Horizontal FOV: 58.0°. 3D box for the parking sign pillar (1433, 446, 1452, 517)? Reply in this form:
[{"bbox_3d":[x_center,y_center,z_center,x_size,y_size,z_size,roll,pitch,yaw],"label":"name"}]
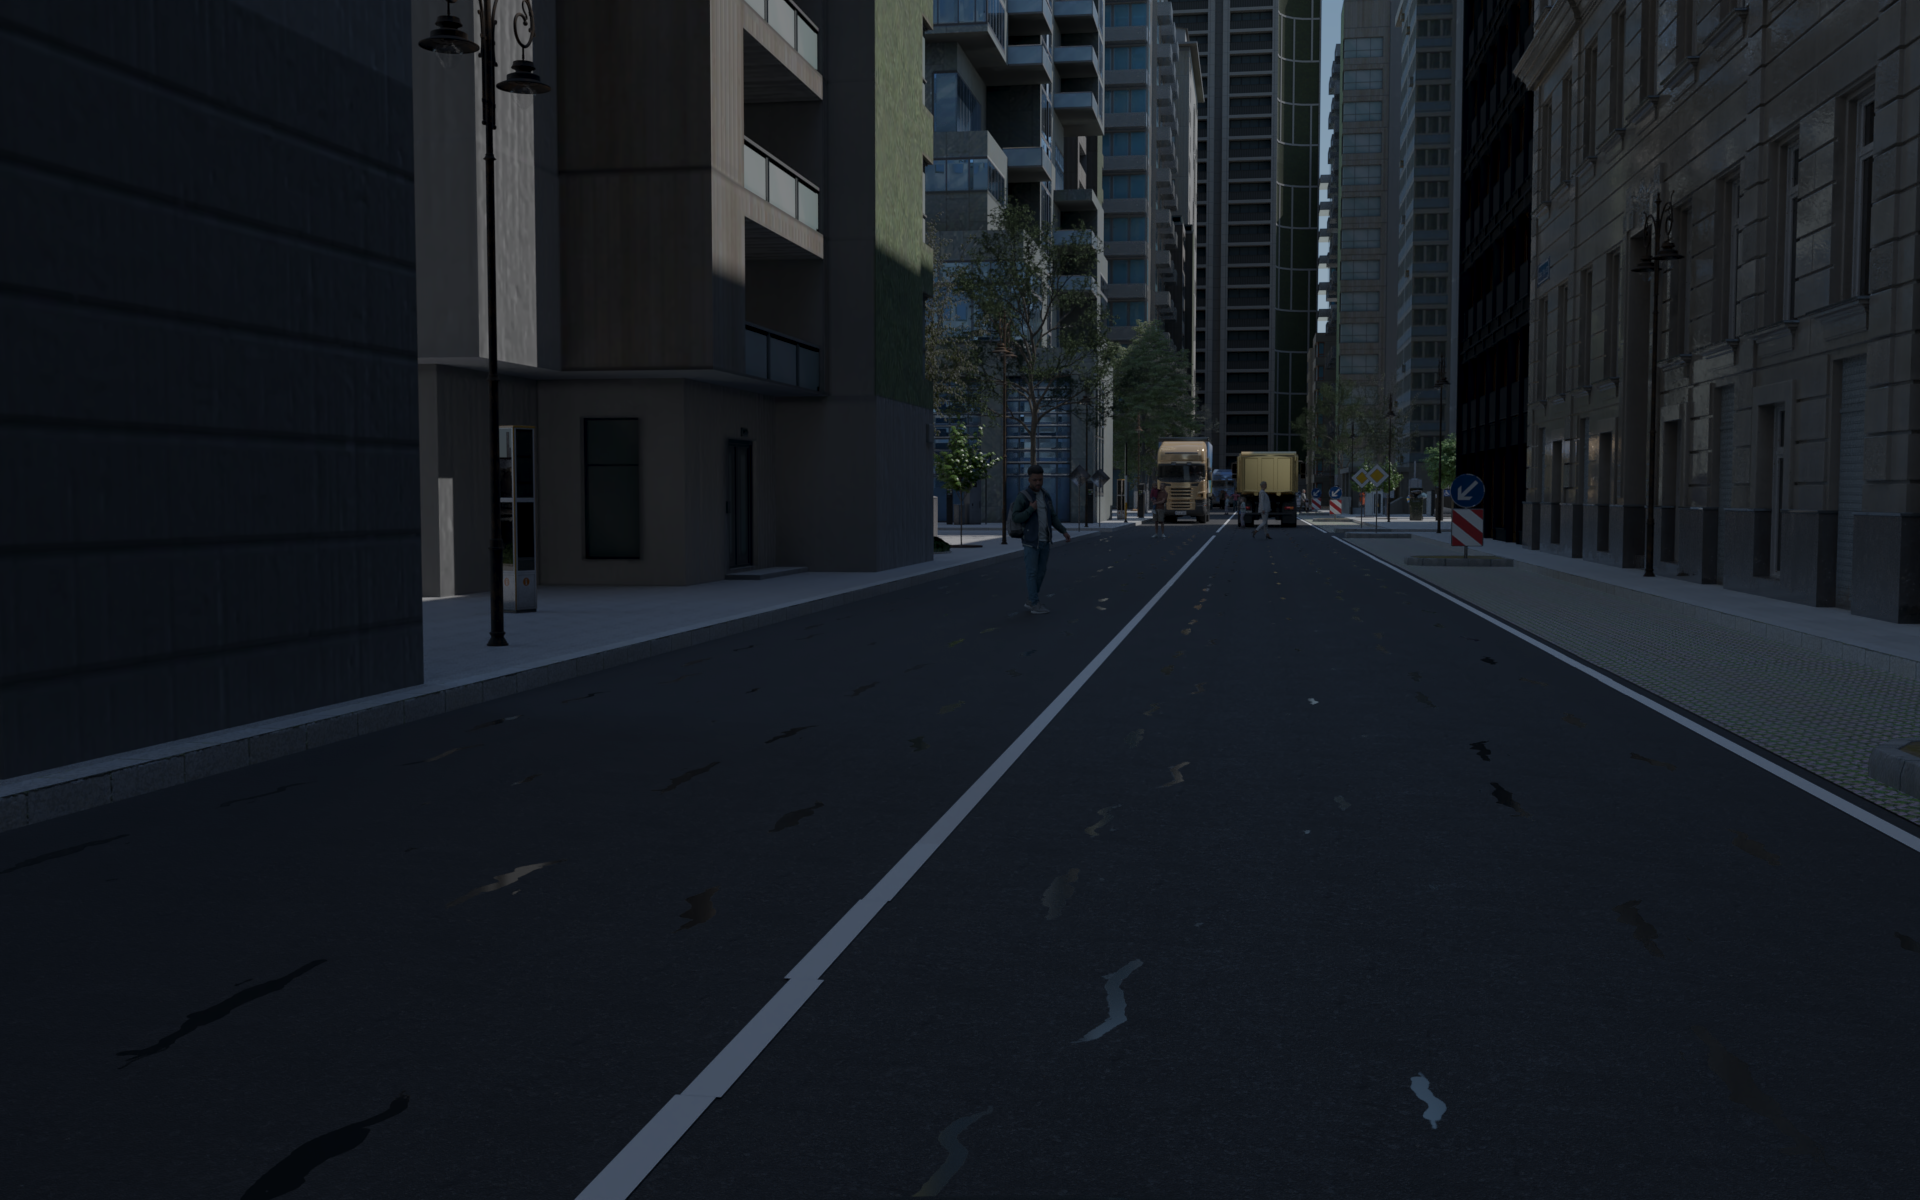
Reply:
[{"bbox_3d":[27.003,-6.575,95.968,1.447,3.967,1.447,1,4,21],"label":"parking sign pillar"}]

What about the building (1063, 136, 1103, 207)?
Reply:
[{"bbox_3d":[2.484,-21.454,122.469,14.160,30.474,14.107,1,4,10],"label":"building"}]

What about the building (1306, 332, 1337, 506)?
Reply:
[{"bbox_3d":[54.059,-21.552,197.421,27.650,21.520,28.899,1,4,10],"label":"building"}]

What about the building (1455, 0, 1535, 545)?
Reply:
[{"bbox_3d":[20.999,-13.318,47.422,12.332,23.373,15.834,1,4,10],"label":"building"}]

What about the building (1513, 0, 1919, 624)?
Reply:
[{"bbox_3d":[16.840,-14.067,27.262,12.463,27.353,25.104,1,4,10],"label":"building"}]

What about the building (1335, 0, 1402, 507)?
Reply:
[{"bbox_3d":[38.815,-28.251,145.498,14.154,41.232,14.086,1,4,10],"label":"building"}]

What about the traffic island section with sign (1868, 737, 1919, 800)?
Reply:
[{"bbox_3d":[5.487,0.033,8.091,1.989,1.847,2.006,1,4,10],"label":"traffic island section with sign"}]

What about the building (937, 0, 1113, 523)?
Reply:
[{"bbox_3d":[-2.567,-47.585,90.681,22.319,86.520,31.000,1,4,10],"label":"building"}]

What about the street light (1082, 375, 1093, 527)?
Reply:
[{"bbox_3d":[4.901,-5.761,66.974,0.468,5.910,1.993,1,4,10],"label":"street light"}]

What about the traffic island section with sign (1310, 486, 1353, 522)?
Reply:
[{"bbox_3d":[19.234,-4.940,89.389,1.989,1.847,2.006,1,4,10],"label":"traffic island section with sign"}]

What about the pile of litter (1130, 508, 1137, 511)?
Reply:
[{"bbox_3d":[13.429,-7.058,129.357,1.176,0.858,1.719,-1,4,-21],"label":"pile of litter"}]

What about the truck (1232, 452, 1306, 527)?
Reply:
[{"bbox_3d":[13.877,-5.020,77.996,3.469,3.379,9.791,1,4,10],"label":"truck"}]

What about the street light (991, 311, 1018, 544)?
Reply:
[{"bbox_3d":[1.128,-4.353,43.963,0.468,5.910,1.993,1,4,10],"label":"street light"}]

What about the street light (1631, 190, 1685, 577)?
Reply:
[{"bbox_3d":[10.709,-3.299,26.729,0.468,5.910,1.993,1,4,10],"label":"street light"}]

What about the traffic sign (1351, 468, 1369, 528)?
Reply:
[{"bbox_3d":[15.089,-3.757,65.063,0.795,2.450,0.064,1,4,10],"label":"traffic sign"}]

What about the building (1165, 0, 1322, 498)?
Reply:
[{"bbox_3d":[37.386,-48.490,231.056,20.611,71.187,20.563,1,4,10],"label":"building"}]

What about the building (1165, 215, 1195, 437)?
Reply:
[{"bbox_3d":[16.848,-24.923,179.195,14.160,30.474,14.107,1,4,10],"label":"building"}]

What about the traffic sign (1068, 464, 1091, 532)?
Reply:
[{"bbox_3d":[4.054,-3.376,58.844,0.795,2.450,0.064,1,4,10],"label":"traffic sign"}]

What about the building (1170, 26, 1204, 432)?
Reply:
[{"bbox_3d":[14.282,-37.593,203.892,27.495,52.752,28.713,1,4,10],"label":"building"}]

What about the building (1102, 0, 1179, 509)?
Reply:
[{"bbox_3d":[8.254,-32.900,157.521,23.786,49.044,30.456,1,4,10],"label":"building"}]

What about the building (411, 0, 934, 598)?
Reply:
[{"bbox_3d":[-8.569,-20.980,26.621,14.154,41.232,14.086,1,4,10],"label":"building"}]

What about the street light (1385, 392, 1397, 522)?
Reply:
[{"bbox_3d":[19.577,-6.490,78.902,0.468,5.910,1.993,1,4,10],"label":"street light"}]

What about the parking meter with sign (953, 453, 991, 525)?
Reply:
[{"bbox_3d":[0.493,-4.661,72.461,1.738,3.016,0.543,-3,5,-43],"label":"parking meter with sign"}]

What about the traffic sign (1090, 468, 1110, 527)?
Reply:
[{"bbox_3d":[5.385,-3.858,66.718,0.795,2.450,0.064,1,4,10],"label":"traffic sign"}]

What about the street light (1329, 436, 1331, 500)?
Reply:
[{"bbox_3d":[29.584,-10.132,138.439,0.468,5.910,1.993,1,4,10],"label":"street light"}]

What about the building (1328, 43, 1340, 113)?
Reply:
[{"bbox_3d":[47.129,-33.523,167.707,23.786,49.044,30.456,1,4,10],"label":"building"}]

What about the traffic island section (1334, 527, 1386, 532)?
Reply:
[{"bbox_3d":[15.114,-2.621,65.136,2.009,0.180,2.903,1,4,10],"label":"traffic island section"}]

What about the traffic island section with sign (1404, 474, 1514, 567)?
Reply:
[{"bbox_3d":[10.028,-1.610,34.952,1.989,1.847,2.006,1,4,10],"label":"traffic island section with sign"}]

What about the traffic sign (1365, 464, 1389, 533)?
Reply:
[{"bbox_3d":[13.758,-3.275,57.189,0.795,2.450,0.064,1,4,10],"label":"traffic sign"}]

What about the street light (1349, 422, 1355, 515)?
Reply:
[{"bbox_3d":[24.570,-8.298,108.456,0.468,5.910,1.993,1,4,10],"label":"street light"}]

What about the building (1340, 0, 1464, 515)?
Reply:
[{"bbox_3d":[41.721,-25.742,112.767,32.217,40.220,23.993,1,4,10],"label":"building"}]

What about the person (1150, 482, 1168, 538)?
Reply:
[{"bbox_3d":[6.534,-2.976,57.128,0.580,1.828,0.573,-1,4,-12],"label":"person"}]

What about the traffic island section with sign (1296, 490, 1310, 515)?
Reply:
[{"bbox_3d":[23.767,-6.580,116.208,1.989,1.847,2.006,1,4,10],"label":"traffic island section with sign"}]

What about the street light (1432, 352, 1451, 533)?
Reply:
[{"bbox_3d":[15.662,-5.118,56.464,0.468,5.910,1.993,1,4,10],"label":"street light"}]

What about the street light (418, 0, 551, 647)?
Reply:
[{"bbox_3d":[-3.912,-2.550,14.475,0.468,5.910,1.993,1,4,10],"label":"street light"}]

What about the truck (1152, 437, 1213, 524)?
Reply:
[{"bbox_3d":[11.391,-6.038,87.629,2.839,4.237,11.283,1,4,10],"label":"truck"}]

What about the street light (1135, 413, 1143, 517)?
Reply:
[{"bbox_3d":[9.947,-7.564,96.461,0.468,5.910,1.993,1,4,10],"label":"street light"}]

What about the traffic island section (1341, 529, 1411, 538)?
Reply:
[{"bbox_3d":[13.782,-2.140,57.262,2.009,0.180,2.903,1,4,10],"label":"traffic island section"}]

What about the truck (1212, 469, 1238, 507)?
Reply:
[{"bbox_3d":[29.968,-12.555,195.033,2.967,4.110,18.799,1,4,11],"label":"truck"}]
